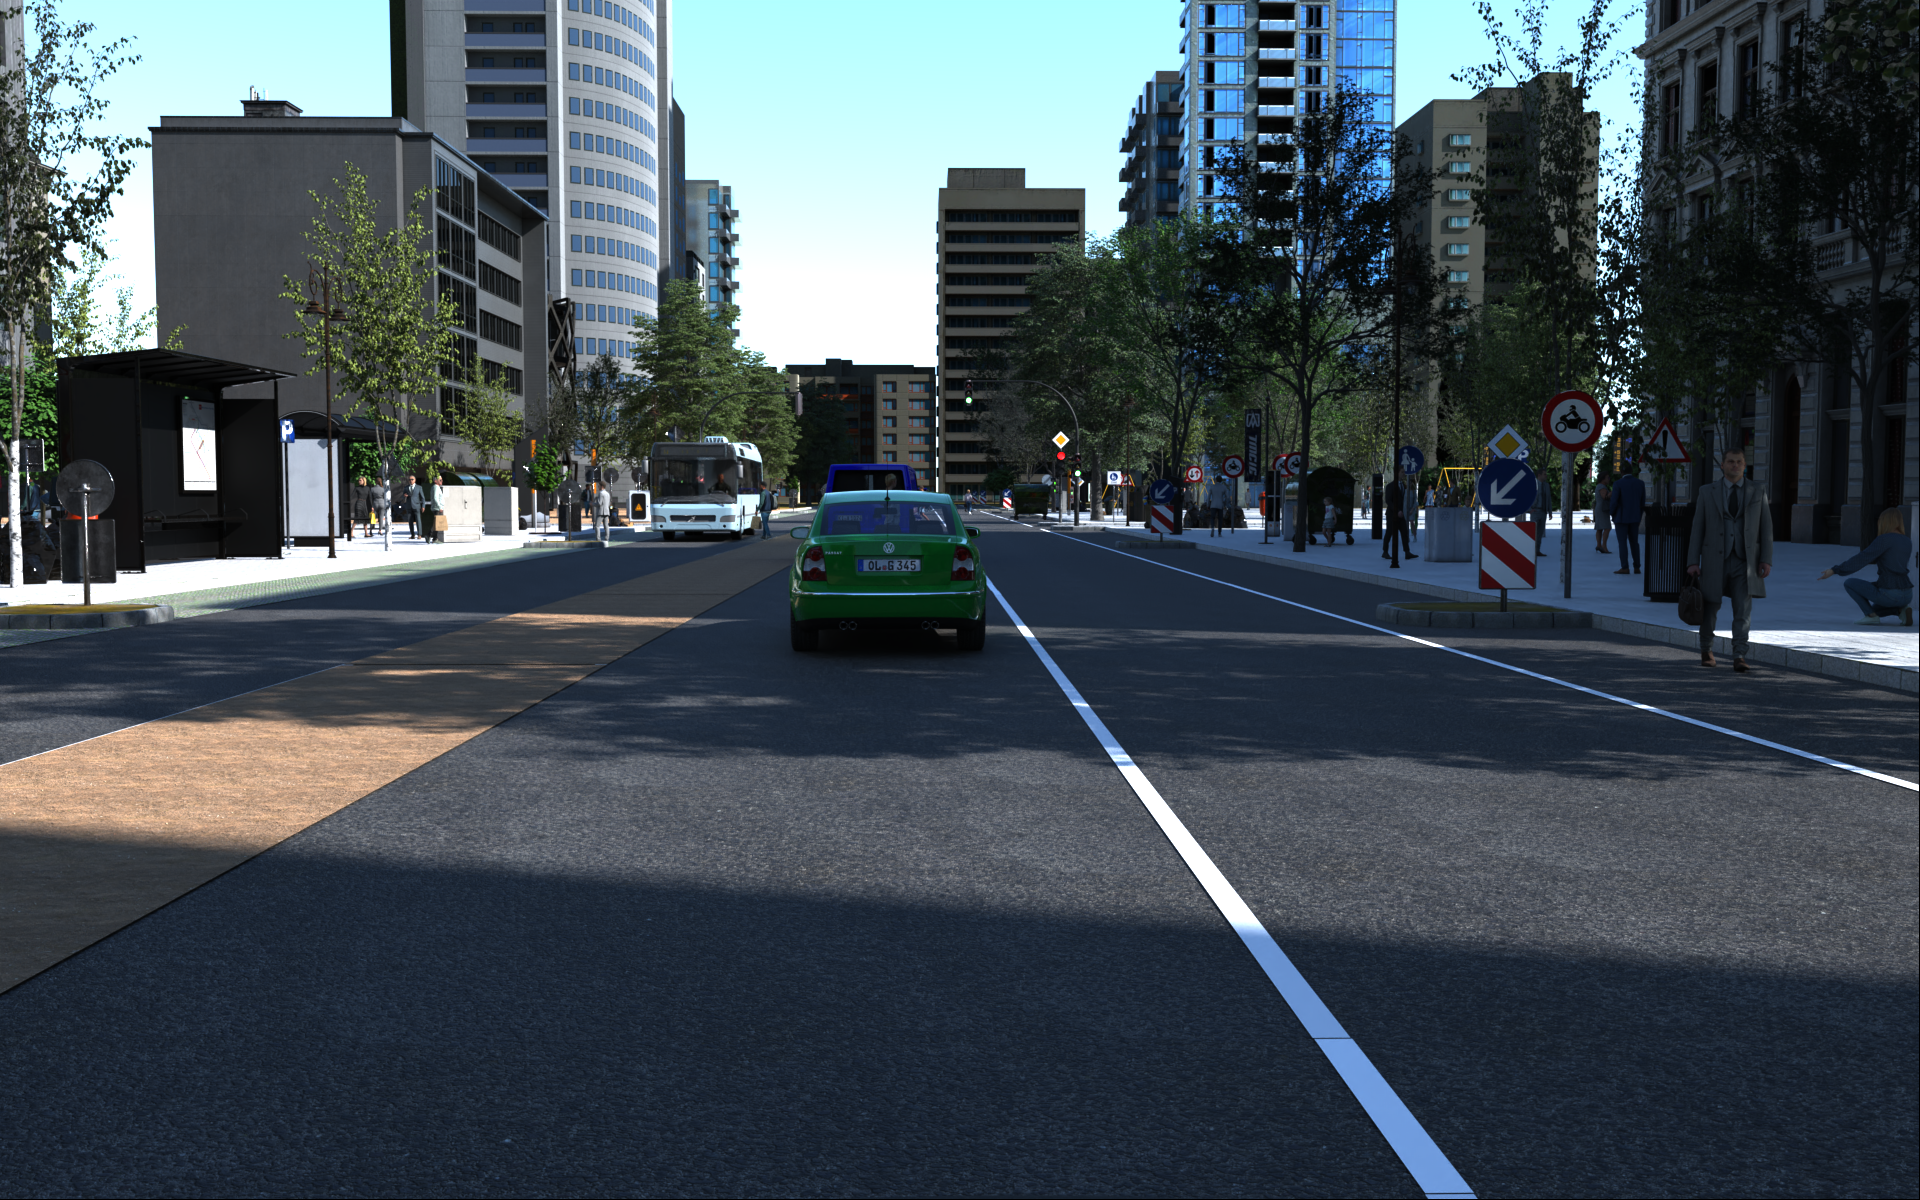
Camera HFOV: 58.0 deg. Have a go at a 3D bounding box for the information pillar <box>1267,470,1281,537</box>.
[{"bbox_3d":[9.436,-2.911,52.094,0.304,2.012,0.304,-3,5,-44],"label":"information pillar"}]

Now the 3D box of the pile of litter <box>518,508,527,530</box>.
[{"bbox_3d":[-16.067,-2.911,61.563,1.176,0.858,1.719,2,4,28],"label":"pile of litter"}]

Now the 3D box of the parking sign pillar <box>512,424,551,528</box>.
[{"bbox_3d":[-16.454,-4.763,66.350,1.447,3.967,1.447,-2,4,-30],"label":"parking sign pillar"}]

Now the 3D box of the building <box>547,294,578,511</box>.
[{"bbox_3d":[-37.382,-15.984,128.786,16.820,18.784,16.811,0,4,-1],"label":"building"}]

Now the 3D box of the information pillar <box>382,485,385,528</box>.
[{"bbox_3d":[-21.705,-3.715,65.226,0.304,2.012,0.304,-2,4,-29],"label":"information pillar"}]

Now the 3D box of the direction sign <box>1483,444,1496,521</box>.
[{"bbox_3d":[24.168,-5.326,79.080,0.876,3.537,0.379,-2,4,-34],"label":"direction sign"}]

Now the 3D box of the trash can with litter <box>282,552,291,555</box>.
[{"bbox_3d":[-15.327,-1.580,36.887,2.233,1.210,1.678,1,4,22],"label":"trash can with litter"}]

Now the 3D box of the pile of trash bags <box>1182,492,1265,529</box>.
[{"bbox_3d":[10.211,-3.390,65.173,3.447,1.369,1.912,-1,4,-15],"label":"pile of trash bags"}]

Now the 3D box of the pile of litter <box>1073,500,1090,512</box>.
[{"bbox_3d":[8.752,-6.783,124.873,1.176,0.858,1.719,-3,5,-39],"label":"pile of litter"}]

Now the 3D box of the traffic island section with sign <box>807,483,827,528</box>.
[{"bbox_3d":[-5.274,-3.752,69.480,2.006,1.907,1.989,0,4,-1],"label":"traffic island section with sign"}]

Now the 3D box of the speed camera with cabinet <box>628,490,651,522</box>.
[{"bbox_3d":[-14.153,-5.202,79.384,2.038,3.252,0.660,-1,4,-8],"label":"speed camera with cabinet"}]

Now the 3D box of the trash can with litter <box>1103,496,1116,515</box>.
[{"bbox_3d":[8.826,-5.673,104.140,1.055,1.170,0.624,-3,5,-43],"label":"trash can with litter"}]

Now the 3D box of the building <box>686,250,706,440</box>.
[{"bbox_3d":[-37.615,-26.570,206.119,14.107,30.474,14.160,0,4,-1],"label":"building"}]

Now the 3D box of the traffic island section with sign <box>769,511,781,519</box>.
[{"bbox_3d":[-11.739,-5.693,101.701,1.989,1.847,2.006,0,4,-1],"label":"traffic island section with sign"}]

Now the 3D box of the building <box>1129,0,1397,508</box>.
[{"bbox_3d":[29.592,-52.283,167.499,22.319,86.520,31.000,0,4,-1],"label":"building"}]

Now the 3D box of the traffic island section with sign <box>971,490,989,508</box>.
[{"bbox_3d":[2.266,-10.490,180.141,1.989,1.847,2.006,0,4,-1],"label":"traffic island section with sign"}]

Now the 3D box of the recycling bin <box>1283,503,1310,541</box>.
[{"bbox_3d":[9.275,-2.138,47.517,0.722,1.027,0.722,1,4,16],"label":"recycling bin"}]

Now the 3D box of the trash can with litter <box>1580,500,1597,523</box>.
[{"bbox_3d":[28.267,-4.029,77.255,1.055,1.170,0.624,0,4,-2],"label":"trash can with litter"}]

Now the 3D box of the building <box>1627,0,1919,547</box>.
[{"bbox_3d":[26.608,-13.254,45.588,11.050,23.489,19.941,0,4,-1],"label":"building"}]

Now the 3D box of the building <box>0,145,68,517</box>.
[{"bbox_3d":[-68.945,-16.145,97.247,30.059,22.955,16.112,0,4,-1],"label":"building"}]

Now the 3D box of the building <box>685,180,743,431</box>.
[{"bbox_3d":[-47.796,-39.148,259.683,30.456,49.044,23.786,0,4,-1],"label":"building"}]

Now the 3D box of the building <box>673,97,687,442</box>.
[{"bbox_3d":[-37.330,-32.805,186.471,14.600,45.320,14.200,0,4,-1],"label":"building"}]

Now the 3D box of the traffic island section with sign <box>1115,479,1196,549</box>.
[{"bbox_3d":[5.207,-2.314,46.458,1.989,1.847,2.006,0,4,-1],"label":"traffic island section with sign"}]

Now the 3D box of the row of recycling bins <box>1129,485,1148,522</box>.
[{"bbox_3d":[8.590,-4.544,81.404,1.069,1.692,3.534,0,4,-1],"label":"row of recycling bins"}]

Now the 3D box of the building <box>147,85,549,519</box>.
[{"bbox_3d":[-34.974,-17.472,104.728,14.314,24.678,30.058,0,4,-1],"label":"building"}]

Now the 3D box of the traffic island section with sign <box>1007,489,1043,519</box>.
[{"bbox_3d":[3.969,-5.735,102.388,1.989,1.847,2.006,0,4,-1],"label":"traffic island section with sign"}]

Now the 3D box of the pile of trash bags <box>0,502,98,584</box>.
[{"bbox_3d":[-13.953,-0.994,26.008,1.912,1.369,3.447,0,4,1],"label":"pile of trash bags"}]

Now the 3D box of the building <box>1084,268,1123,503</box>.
[{"bbox_3d":[29.903,-35.145,266.502,23.993,40.220,32.217,0,4,-1],"label":"building"}]

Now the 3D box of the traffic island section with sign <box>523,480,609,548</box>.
[{"bbox_3d":[-10.521,-2.315,46.479,1.989,1.847,2.006,0,4,-1],"label":"traffic island section with sign"}]

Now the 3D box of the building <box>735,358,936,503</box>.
[{"bbox_3d":[-18.179,-25.601,263.612,28.899,21.520,27.650,0,4,-1],"label":"building"}]

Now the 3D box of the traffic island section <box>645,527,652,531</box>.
[{"bbox_3d":[-11.349,-2.864,69.113,2.009,0.180,2.903,0,4,-1],"label":"traffic island section"}]

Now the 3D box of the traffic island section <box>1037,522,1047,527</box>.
[{"bbox_3d":[4.514,-3.374,77.442,2.009,0.180,2.903,0,4,-1],"label":"traffic island section"}]

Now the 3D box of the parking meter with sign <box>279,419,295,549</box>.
[{"bbox_3d":[-16.513,-2.714,40.632,1.738,3.016,0.543,1,4,14],"label":"parking meter with sign"}]

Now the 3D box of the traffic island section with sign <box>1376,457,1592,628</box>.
[{"bbox_3d":[5.796,-0.666,19.509,1.989,1.847,2.006,0,4,-1],"label":"traffic island section with sign"}]

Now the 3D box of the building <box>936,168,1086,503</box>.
[{"bbox_3d":[7.245,-38.896,259.650,21.600,48.544,21.300,0,4,-1],"label":"building"}]

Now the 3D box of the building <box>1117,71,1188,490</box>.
[{"bbox_3d":[30.175,-35.460,199.377,23.786,49.044,30.456,0,4,-1],"label":"building"}]

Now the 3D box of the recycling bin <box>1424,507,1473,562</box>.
[{"bbox_3d":[9.259,-1.240,32.833,0.722,1.027,0.722,0,4,-2],"label":"recycling bin"}]

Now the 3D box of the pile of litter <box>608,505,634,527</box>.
[{"bbox_3d":[-13.499,-3.342,68.599,1.176,0.858,1.719,-1,4,-11],"label":"pile of litter"}]

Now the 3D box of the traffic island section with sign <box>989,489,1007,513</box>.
[{"bbox_3d":[3.377,-7.383,129.337,1.989,1.847,2.006,0,4,-1],"label":"traffic island section with sign"}]

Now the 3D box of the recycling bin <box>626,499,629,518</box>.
[{"bbox_3d":[-17.396,-4.911,92.845,0.722,1.027,0.722,2,4,34],"label":"recycling bin"}]

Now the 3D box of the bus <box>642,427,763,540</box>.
[{"bbox_3d":[-8.206,-3.802,57.020,2.948,3.499,13.247,0,4,-3],"label":"bus"}]

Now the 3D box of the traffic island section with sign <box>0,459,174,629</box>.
[{"bbox_3d":[-9.924,-0.645,19.175,1.989,1.847,2.006,0,4,-1],"label":"traffic island section with sign"}]

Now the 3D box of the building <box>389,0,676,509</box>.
[{"bbox_3d":[-39.686,-38.082,164.648,21.231,58.520,28.212,0,4,-1],"label":"building"}]

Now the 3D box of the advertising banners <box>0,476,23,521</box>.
[{"bbox_3d":[-43.693,-5.124,79.966,2.074,3.025,0.090,0,4,-7],"label":"advertising banners"}]

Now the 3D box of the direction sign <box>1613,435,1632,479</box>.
[{"bbox_3d":[25.364,-4.548,66.362,0.876,3.537,0.379,-1,4,-20],"label":"direction sign"}]

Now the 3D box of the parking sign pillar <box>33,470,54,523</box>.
[{"bbox_3d":[-40.392,-5.384,76.507,1.447,3.967,1.447,0,4,-2],"label":"parking sign pillar"}]

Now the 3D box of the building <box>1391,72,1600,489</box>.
[{"bbox_3d":[62.783,-35.483,203.848,21.600,48.544,21.300,0,4,-1],"label":"building"}]

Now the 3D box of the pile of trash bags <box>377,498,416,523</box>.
[{"bbox_3d":[-25.917,-4.269,79.549,1.912,1.369,3.447,-3,5,-41],"label":"pile of trash bags"}]

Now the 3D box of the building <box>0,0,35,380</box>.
[{"bbox_3d":[-34.146,-16.798,46.342,14.107,30.474,14.160,0,4,-1],"label":"building"}]

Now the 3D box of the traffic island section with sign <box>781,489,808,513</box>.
[{"bbox_3d":[-12.333,-7.341,128.649,1.989,1.847,2.006,0,4,-1],"label":"traffic island section with sign"}]

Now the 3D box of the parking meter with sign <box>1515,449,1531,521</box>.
[{"bbox_3d":[21.904,-4.360,67.540,0.543,3.016,1.738,1,4,16],"label":"parking meter with sign"}]

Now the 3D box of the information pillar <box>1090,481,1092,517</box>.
[{"bbox_3d":[7.328,-5.552,95.268,0.304,2.012,0.304,0,4,3],"label":"information pillar"}]
